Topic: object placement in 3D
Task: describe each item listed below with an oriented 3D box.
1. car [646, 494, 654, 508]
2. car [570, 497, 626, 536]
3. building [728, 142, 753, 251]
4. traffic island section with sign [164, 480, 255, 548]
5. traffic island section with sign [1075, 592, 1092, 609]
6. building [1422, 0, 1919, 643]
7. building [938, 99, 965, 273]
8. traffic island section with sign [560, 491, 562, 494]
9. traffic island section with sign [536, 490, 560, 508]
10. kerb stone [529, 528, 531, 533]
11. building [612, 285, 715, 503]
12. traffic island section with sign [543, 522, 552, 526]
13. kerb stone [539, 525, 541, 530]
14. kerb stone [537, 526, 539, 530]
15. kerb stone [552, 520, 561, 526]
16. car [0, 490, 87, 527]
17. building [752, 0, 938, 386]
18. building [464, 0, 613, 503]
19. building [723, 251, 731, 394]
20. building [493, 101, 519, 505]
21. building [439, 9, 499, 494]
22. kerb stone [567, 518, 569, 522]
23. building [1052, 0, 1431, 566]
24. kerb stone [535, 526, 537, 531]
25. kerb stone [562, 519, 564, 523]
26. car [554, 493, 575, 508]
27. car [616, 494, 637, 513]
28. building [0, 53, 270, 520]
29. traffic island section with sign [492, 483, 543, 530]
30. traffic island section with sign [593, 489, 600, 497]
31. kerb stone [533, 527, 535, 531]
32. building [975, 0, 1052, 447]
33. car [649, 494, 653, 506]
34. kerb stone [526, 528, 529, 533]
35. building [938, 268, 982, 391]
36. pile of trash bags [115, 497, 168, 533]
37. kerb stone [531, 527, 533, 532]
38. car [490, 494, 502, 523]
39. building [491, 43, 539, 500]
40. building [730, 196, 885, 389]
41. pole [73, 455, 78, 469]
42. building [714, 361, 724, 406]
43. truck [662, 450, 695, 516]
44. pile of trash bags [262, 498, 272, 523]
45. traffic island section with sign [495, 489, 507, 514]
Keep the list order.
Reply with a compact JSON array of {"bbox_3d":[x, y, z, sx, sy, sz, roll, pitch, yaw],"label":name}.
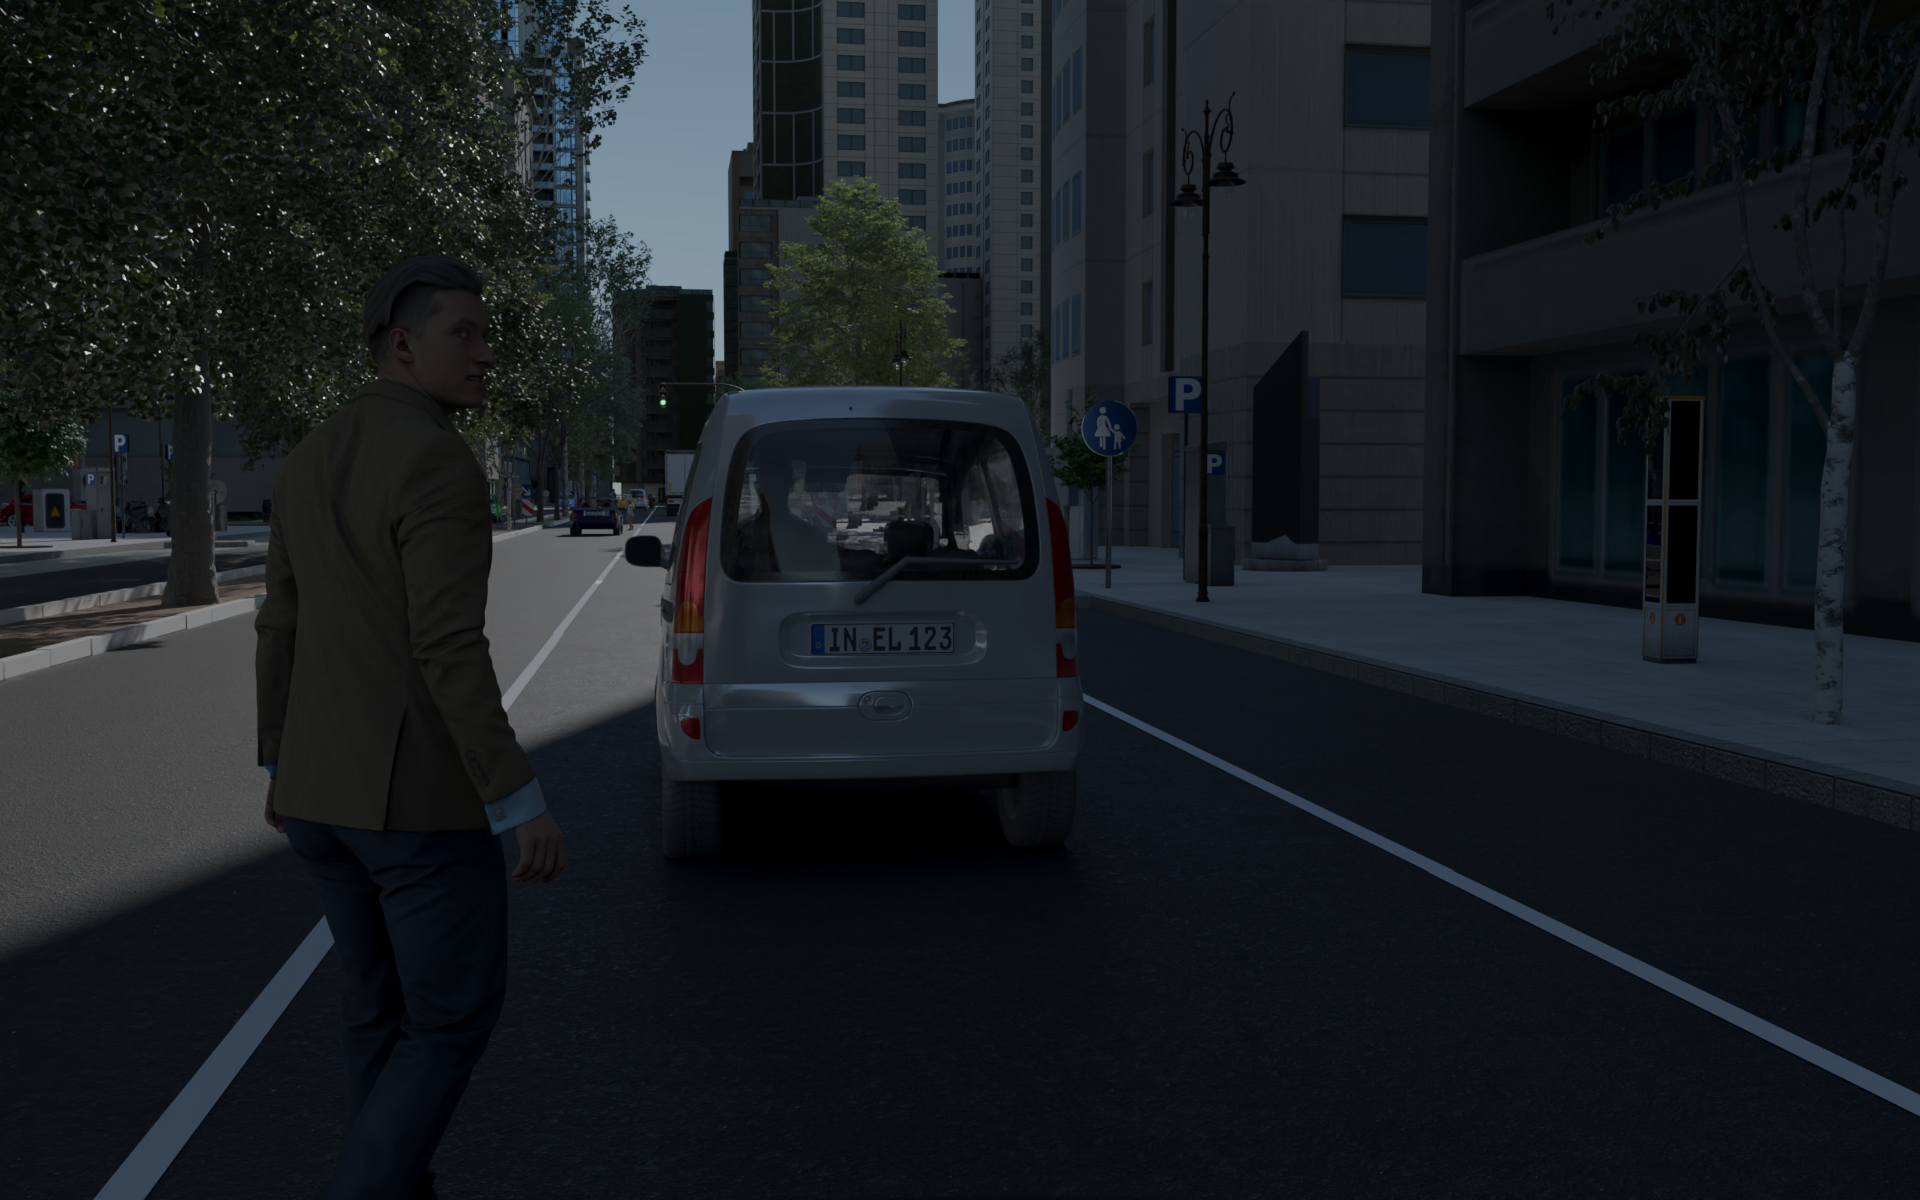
[{"bbox_3d":[-32.668,-10.209,178.721,2.131,1.459,4.920,-1,4,-9],"label":"car"},{"bbox_3d":[-12.815,-2.971,61.152,1.945,1.354,3.894,-1,4,-9],"label":"car"},{"bbox_3d":[-22.304,-34.942,221.414,14.600,45.320,14.200,-1,4,-10],"label":"building"},{"bbox_3d":[-20.226,-2.336,46.821,1.989,1.847,2.006,-1,4,-10],"label":"traffic island section with sign"},{"bbox_3d":[0.518,-0.844,22.435,1.989,1.847,2.006,-1,4,-10],"label":"traffic island section with sign"},{"bbox_3d":[18.233,-23.773,12.395,21.300,48.544,21.600,-1,4,-10],"label":"building"},{"bbox_3d":[8.854,-43.557,254.150,28.212,58.520,21.231,-1,4,-10],"label":"building"},{"bbox_3d":[-46.927,-11.979,204.490,1.989,1.847,2.006,-1,4,-10],"label":"traffic island section with sign"},{"bbox_3d":[-42.293,-10.310,177.188,1.989,1.847,2.006,-1,4,-10],"label":"traffic island section with sign"},{"bbox_3d":[-15.901,-2.521,63.407,0.120,0.150,1.000,-1,4,-10],"label":"kerb stone"},{"bbox_3d":[-41.566,-28.829,243.050,14.107,30.474,14.160,-1,4,-10],"label":"building"},{"bbox_3d":[-19.348,-4.243,77.508,2.006,1.907,1.989,-1,4,-10],"label":"traffic island section with sign"},{"bbox_3d":[-16.758,-2.827,68.453,0.120,0.150,1.000,-1,4,-10],"label":"kerb stone"},{"bbox_3d":[-16.582,-2.761,67.447,0.120,0.150,1.000,-1,4,-10],"label":"kerb stone"},{"bbox_3d":[-18.886,-3.594,81.084,0.120,0.150,1.000,-1,4,-10],"label":"kerb stone"},{"bbox_3d":[-36.459,-3.744,70.255,4.494,1.783,2.155,-1,4,-8],"label":"car"},{"bbox_3d":[-14.062,-45.952,189.568,20.563,71.187,20.611,-1,4,-10],"label":"building"},{"bbox_3d":[-64.876,-56.830,241.846,31.000,86.520,22.319,-1,4,-10],"label":"building"},{"bbox_3d":[-21.287,-26.666,207.685,14.160,30.474,14.107,-1,4,-10],"label":"building"},{"bbox_3d":[-58.512,-34.145,177.873,23.786,49.044,30.456,-1,4,-10],"label":"building"},{"bbox_3d":[-49.793,-30.972,156.496,14.600,45.320,14.200,-1,4,-10],"label":"building"},{"bbox_3d":[-19.916,-3.973,87.146,0.120,0.150,1.000,-1,4,-10],"label":"kerb stone"},{"bbox_3d":[13.063,-30.736,44.530,21.231,58.520,28.212,-1,4,-10],"label":"building"},{"bbox_3d":[-16.416,-2.703,66.438,0.120,0.150,1.000,-1,4,-10],"label":"kerb stone"},{"bbox_3d":[-19.236,-3.725,83.098,0.120,0.150,1.000,-1,4,-10],"label":"kerb stone"},{"bbox_3d":[-36.710,-9.265,161.078,1.945,1.707,3.694,-1,4,-11],"label":"car"},{"bbox_3d":[-26.251,-7.637,135.089,2.015,1.641,3.980,-1,4,-9],"label":"car"},{"bbox_3d":[-46.122,-30.987,95.876,28.713,52.752,27.495,-1,4,-10],"label":"building"},{"bbox_3d":[-18.120,-3.796,70.203,2.006,1.907,1.989,-1,4,-10],"label":"traffic island section with sign"},{"bbox_3d":[-31.906,-8.774,151.594,2.006,1.907,1.989,-1,4,-10],"label":"traffic island section with sign"},{"bbox_3d":[-16.241,-2.644,65.431,0.120,0.150,1.000,-1,4,-10],"label":"kerb stone"},{"bbox_3d":[12.276,-48.095,224.598,20.611,71.187,20.563,-1,4,-10],"label":"building"},{"bbox_3d":[-39.029,-12.643,215.506,1.959,1.807,4.718,0,4,-8],"label":"car"},{"bbox_3d":[-15.729,-2.458,62.399,0.120,0.150,1.000,-1,4,-10],"label":"kerb stone"},{"bbox_3d":[-5.215,-27.735,225.168,14.107,30.474,14.160,-1,4,-10],"label":"building"},{"bbox_3d":[-26.889,-2.941,57.846,1.912,1.369,3.447,1,4,18],"label":"pile of trash bags"},{"bbox_3d":[-16.069,-2.582,64.415,0.120,0.150,1.000,-1,4,-10],"label":"kerb stone"},{"bbox_3d":[-24.324,-4.847,88.046,1.959,1.807,4.718,-1,4,-11],"label":"car"},{"bbox_3d":[-65.171,-37.805,207.347,27.495,52.752,28.713,-1,4,-10],"label":"building"},{"bbox_3d":[-15.107,-24.516,172.536,14.160,30.474,14.107,-1,4,-10],"label":"building"},{"bbox_3d":[-38.064,-4.939,74.597,0.158,3.312,0.155,0,3,0],"label":"pole"},{"bbox_3d":[-21.212,-25.027,254.226,28.899,21.520,27.650,-1,4,-10],"label":"building"},{"bbox_3d":[-18.635,-7.825,116.851,2.839,4.237,11.283,-1,4,-10],"label":"truck"},{"bbox_3d":[-30.833,-4.239,79.058,1.912,1.369,3.447,-1,4,-20],"label":"pile of trash bags"},{"bbox_3d":[-33.920,-7.284,127.715,1.989,1.847,2.006,-1,4,-10],"label":"traffic island section with sign"}]
